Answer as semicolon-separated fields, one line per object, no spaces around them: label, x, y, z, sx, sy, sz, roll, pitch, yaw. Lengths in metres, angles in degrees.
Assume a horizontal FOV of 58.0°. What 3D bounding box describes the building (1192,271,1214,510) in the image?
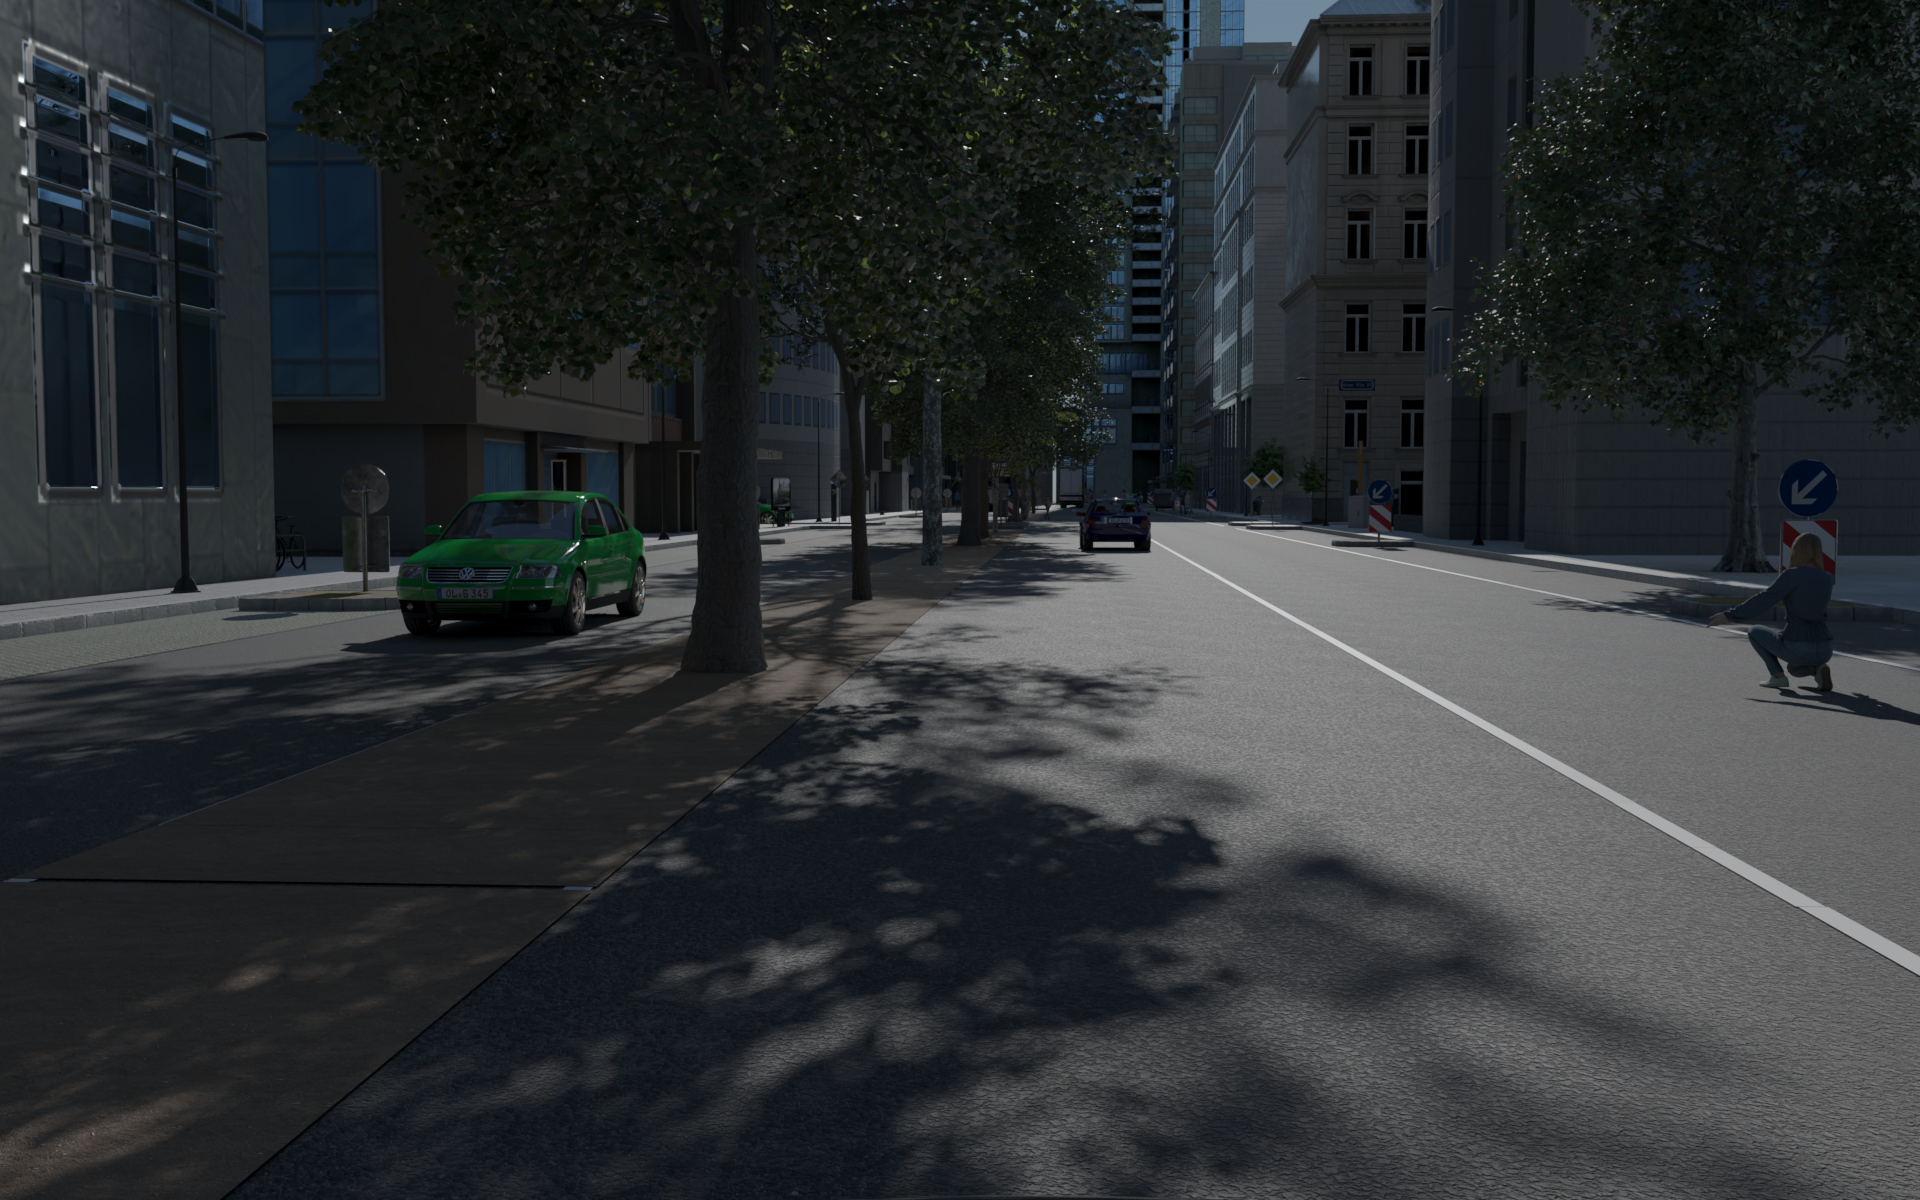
building;24.718;-18.003;143.500;9.793;20.994;18.267;0;4;4

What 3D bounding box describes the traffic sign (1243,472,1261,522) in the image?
traffic sign;13.183;-4.562;78.236;0.795;2.450;0.064;0;4;4

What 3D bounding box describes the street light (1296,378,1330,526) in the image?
street light;14.104;-5.909;69.147;1.470;5.913;1.316;0;4;4

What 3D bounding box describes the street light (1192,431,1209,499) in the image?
street light;17.682;-9.444;126.958;1.470;5.913;1.316;0;4;4

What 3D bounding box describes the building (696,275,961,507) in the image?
building;-11.437;-31.456;168.929;22.147;44.769;28.867;0;4;4

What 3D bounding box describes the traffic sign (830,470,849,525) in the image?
traffic sign;-4.976;-4.144;71.393;0.795;2.450;0.064;0;4;4

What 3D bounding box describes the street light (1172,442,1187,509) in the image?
street light;19.413;-11.044;153.104;1.470;5.913;1.316;0;4;4

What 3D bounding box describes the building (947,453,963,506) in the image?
building;-6.337;-25.637;190.859;14.160;30.474;14.107;0;4;4

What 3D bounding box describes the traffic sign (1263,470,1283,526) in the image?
traffic sign;12.682;-4.075;70.267;0.795;2.450;0.064;0;4;4

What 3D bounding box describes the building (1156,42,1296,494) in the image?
building;33.890;-34.798;188.557;23.786;49.044;30.456;0;4;4

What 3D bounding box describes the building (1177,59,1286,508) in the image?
building;28.027;-29.559;166.889;14.154;41.232;14.086;0;4;4

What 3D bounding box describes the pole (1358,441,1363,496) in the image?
pole;15.348;-4.439;66.413;0.158;3.312;0.155;0;3;0

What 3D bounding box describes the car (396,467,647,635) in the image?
car;-4.693;-0.626;19.031;1.959;1.807;4.718;0;4;2

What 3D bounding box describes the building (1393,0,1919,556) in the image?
building;24.247;-30.941;47.885;21.231;58.520;28.212;0;4;4

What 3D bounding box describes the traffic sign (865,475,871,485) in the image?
traffic sign;-4.476;-4.631;79.362;0.795;2.450;0.064;0;4;4

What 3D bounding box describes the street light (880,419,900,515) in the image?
street light;-4.218;-8.136;105.567;1.470;5.913;1.316;0;4;4

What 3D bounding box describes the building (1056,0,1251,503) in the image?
building;29.404;-57.128;246.716;31.000;86.520;22.319;0;4;4

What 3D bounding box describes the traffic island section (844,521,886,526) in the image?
traffic island section;-4.500;-3.495;79.425;2.009;0.180;2.903;0;4;4

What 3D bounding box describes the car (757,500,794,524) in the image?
car;-9.614;-4.073;75.382;4.718;1.807;1.959;0;4;3

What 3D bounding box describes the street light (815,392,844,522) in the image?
street light;-5.930;-6.528;79.271;1.470;5.913;1.316;0;4;4

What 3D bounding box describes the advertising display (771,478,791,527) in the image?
advertising display;-7.046;-3.848;68.129;0.123;1.923;0.974;3;5;40

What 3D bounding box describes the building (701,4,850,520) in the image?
building;-17.225;-33.654;92.237;21.231;58.520;28.212;0;4;4

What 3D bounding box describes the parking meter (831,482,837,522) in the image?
parking meter;-5.884;-4.591;80.776;0.255;1.863;0.399;0;4;-7

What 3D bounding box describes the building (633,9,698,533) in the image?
building;-22.311;-24.763;59.504;28.867;44.769;22.147;0;4;4

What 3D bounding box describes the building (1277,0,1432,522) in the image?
building;28.508;-17.476;82.989;25.104;27.353;12.463;0;4;4

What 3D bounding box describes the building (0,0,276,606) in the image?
building;-20.692;-42.606;9.285;22.319;86.520;31.000;0;4;4

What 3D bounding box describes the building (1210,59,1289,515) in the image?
building;24.108;-20.902;119.233;11.434;29.767;29.804;0;4;4

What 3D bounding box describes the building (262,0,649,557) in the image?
building;-16.088;-23.899;40.857;14.600;45.320;14.200;0;4;4

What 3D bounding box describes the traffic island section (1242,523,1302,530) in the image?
traffic island section;12.706;-2.940;70.342;2.009;0.180;2.903;0;4;4

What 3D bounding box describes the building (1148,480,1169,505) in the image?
building;39.953;-32.039;215.726;32.217;40.220;23.993;0;4;4

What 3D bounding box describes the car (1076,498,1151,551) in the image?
car;4.025;-1.998;45.254;1.945;1.354;3.894;0;4;2

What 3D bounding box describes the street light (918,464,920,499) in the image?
street light;-2.582;-9.735;131.708;1.470;5.913;1.316;0;4;4

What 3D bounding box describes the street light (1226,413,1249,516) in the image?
street light;15.975;-7.778;99.717;1.470;5.913;1.316;0;4;4

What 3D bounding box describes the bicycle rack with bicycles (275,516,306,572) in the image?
bicycle rack with bicycles;-11.967;-0.935;28.674;2.852;0.926;2.925;2;4;24

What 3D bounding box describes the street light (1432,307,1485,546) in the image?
street light;12.398;-4.315;43.092;1.470;5.913;1.316;0;4;4

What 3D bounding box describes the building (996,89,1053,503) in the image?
building;-0.667;-43.169;247.819;28.212;58.520;21.231;0;4;4

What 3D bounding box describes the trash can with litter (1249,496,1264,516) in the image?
trash can with litter;17.423;-5.531;101.823;0.624;1.170;1.055;2;4;30

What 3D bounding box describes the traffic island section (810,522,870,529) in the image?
traffic island section;-5.000;-3.008;71.456;2.009;0.180;2.903;0;4;4

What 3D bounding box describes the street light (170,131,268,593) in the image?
street light;-9.550;-3.046;22.351;1.470;5.913;1.316;0;4;4

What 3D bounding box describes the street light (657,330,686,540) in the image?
street light;-7.763;-4.640;48.402;1.470;5.913;1.316;0;4;4

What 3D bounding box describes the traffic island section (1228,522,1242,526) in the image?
traffic island section;13.207;-3.427;78.312;2.009;0.180;2.903;0;4;4

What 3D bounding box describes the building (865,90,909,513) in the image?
building;-11.280;-21.418;121.883;14.160;30.474;14.107;0;4;4

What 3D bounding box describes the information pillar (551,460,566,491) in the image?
information pillar;-8.641;-2.008;37.325;0.304;2.012;0.304;-1;4;-9

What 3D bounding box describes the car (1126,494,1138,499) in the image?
car;16.142;-9.518;164.414;1.959;1.807;4.718;0;4;3

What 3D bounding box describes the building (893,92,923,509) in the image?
building;-10.120;-28.134;143.581;14.154;41.232;14.086;0;4;4
